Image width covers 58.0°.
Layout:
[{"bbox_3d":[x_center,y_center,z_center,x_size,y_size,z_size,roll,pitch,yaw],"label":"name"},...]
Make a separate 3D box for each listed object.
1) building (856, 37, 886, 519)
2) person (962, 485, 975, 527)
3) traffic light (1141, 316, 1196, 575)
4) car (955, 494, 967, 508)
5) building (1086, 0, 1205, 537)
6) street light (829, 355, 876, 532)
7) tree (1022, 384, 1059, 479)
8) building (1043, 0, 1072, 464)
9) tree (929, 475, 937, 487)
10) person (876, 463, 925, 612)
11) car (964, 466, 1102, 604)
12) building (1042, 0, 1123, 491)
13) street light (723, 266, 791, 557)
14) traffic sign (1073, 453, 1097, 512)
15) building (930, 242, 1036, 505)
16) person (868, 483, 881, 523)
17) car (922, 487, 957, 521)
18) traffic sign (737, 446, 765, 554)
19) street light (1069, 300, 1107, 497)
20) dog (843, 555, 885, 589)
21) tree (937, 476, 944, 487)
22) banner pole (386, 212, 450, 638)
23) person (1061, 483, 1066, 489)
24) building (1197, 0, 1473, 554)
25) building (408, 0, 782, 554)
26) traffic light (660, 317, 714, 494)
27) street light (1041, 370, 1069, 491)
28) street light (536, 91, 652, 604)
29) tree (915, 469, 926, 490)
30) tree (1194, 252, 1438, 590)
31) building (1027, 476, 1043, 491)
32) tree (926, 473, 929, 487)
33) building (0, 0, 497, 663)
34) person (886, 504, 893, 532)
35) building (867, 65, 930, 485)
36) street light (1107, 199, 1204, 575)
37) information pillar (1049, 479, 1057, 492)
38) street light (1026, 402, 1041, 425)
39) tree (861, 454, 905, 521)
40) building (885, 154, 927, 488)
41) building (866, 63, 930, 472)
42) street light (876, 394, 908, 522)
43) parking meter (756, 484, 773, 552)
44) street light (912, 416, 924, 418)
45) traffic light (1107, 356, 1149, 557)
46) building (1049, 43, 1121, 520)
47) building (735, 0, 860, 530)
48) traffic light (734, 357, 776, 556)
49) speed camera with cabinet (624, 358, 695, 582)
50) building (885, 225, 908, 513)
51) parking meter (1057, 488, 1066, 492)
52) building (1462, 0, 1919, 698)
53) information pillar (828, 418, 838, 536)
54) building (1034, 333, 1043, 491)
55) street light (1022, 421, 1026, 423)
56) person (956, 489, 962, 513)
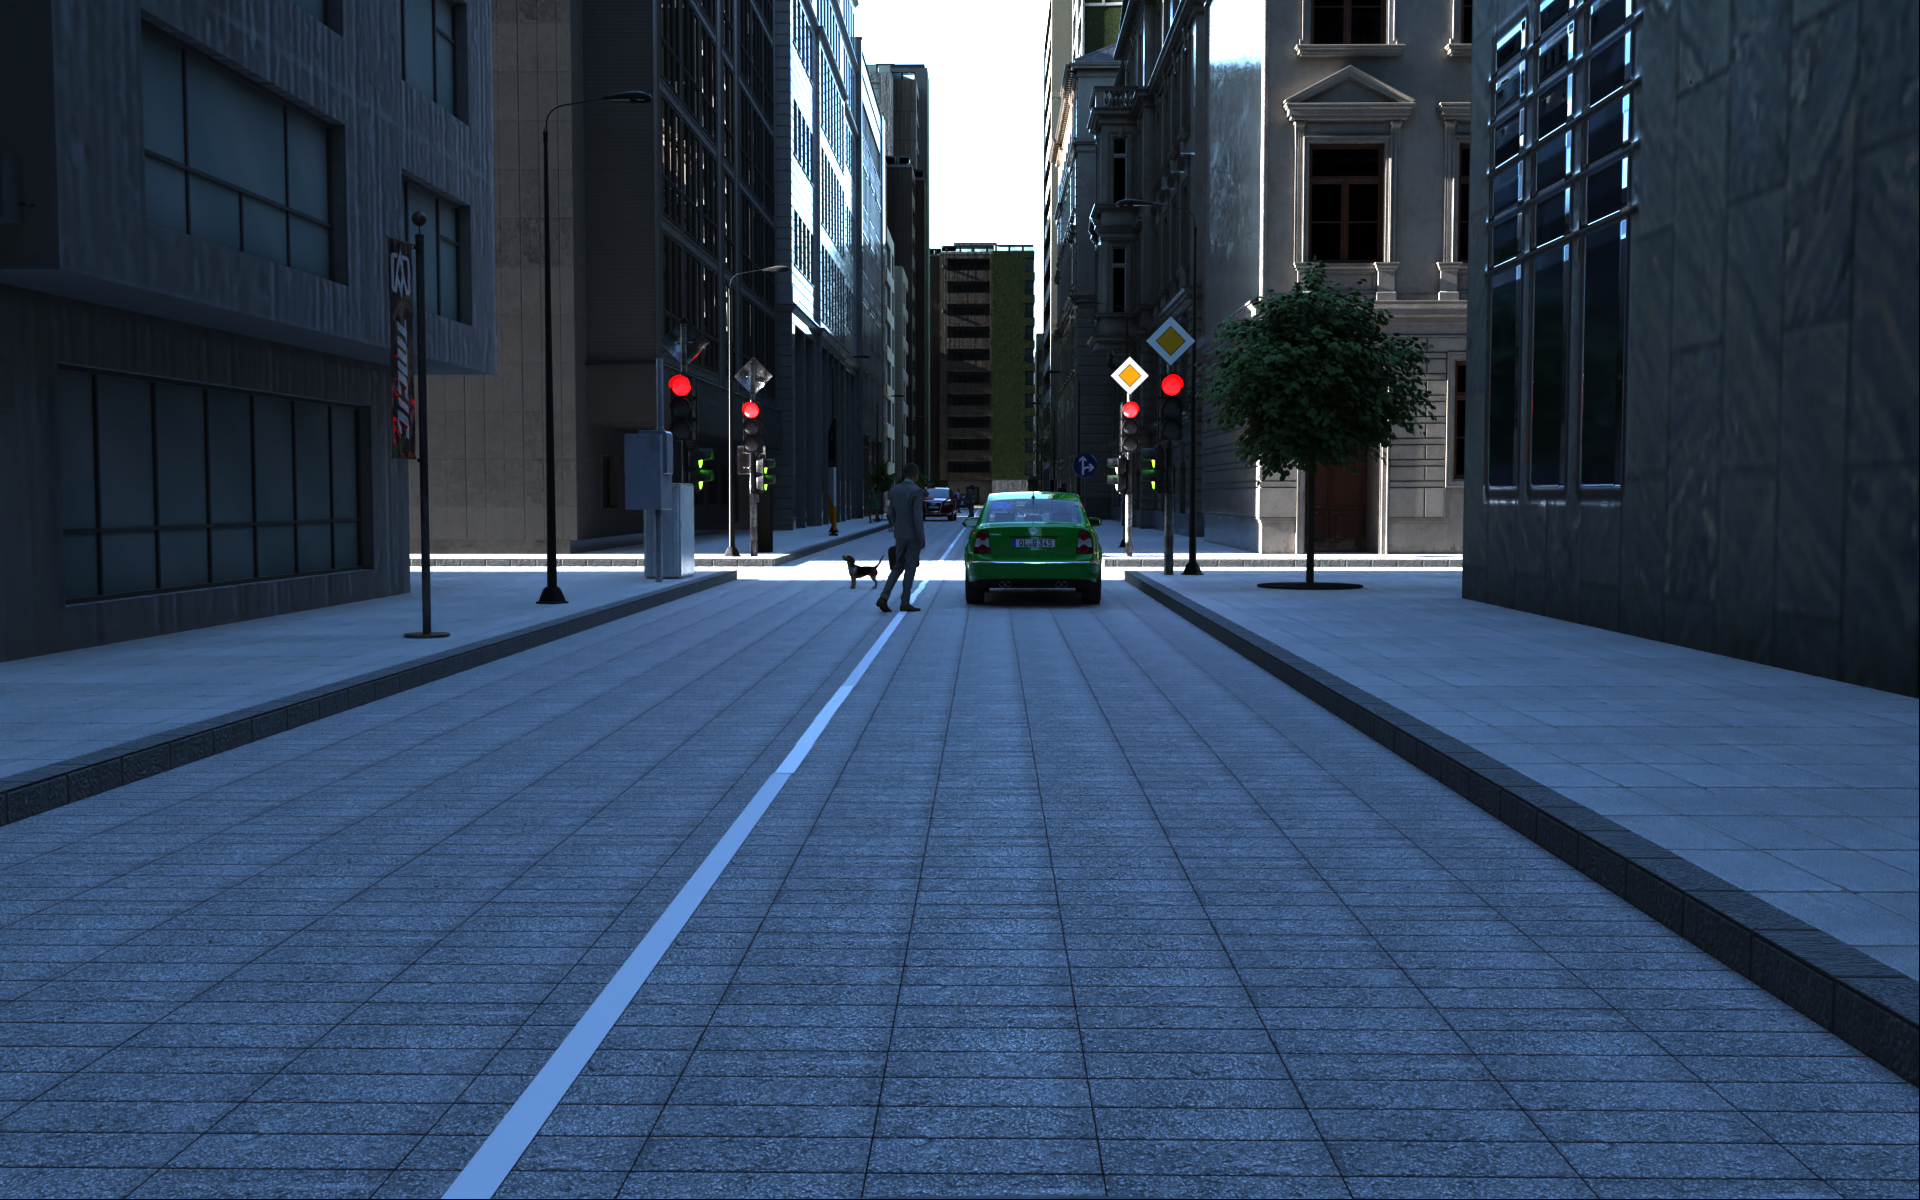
[{"bbox_3d":[-10.910,-17.247,100.016,12.078,24.808,19.932,0,4,1],"label":"building"},{"bbox_3d":[0.465,-4.031,74.511,0.850,1.850,0.679,-2,4,-24],"label":"person"},{"bbox_3d":[3.300,-2.355,27.432,0.839,4.253,0.868,0,4,1],"label":"traffic light"},{"bbox_3d":[0.185,-9.362,162.852,2.009,1.686,4.222,0,4,-1],"label":"car"},{"bbox_3d":[12.295,-15.217,67.883,14.460,24.649,34.723,0,4,1],"label":"building"},{"bbox_3d":[-3.691,-5.216,57.829,1.470,5.913,1.316,0,4,1],"label":"street light"},{"bbox_3d":[6.336,-10.081,115.189,4.360,8.622,3.978,0,3,0],"label":"tree"},{"bbox_3d":[18.188,-32.190,150.001,21.300,48.544,21.600,0,4,1],"label":"building"},{"bbox_3d":[-2.900,-8.453,132.806,1.663,3.219,1.824,0,3,0],"label":"tree"},{"bbox_3d":[-0.640,-0.765,21.123,0.709,1.813,0.853,3,5,40],"label":"person"},{"bbox_3d":[1.010,-0.929,23.981,1.959,1.807,4.718,0,4,2],"label":"car"},{"bbox_3d":[16.787,-42.196,128.162,20.563,71.187,20.611,0,4,1],"label":"building"},{"bbox_3d":[-4.144,-3.846,35.422,1.470,5.913,1.316,0,4,1],"label":"street light"},{"bbox_3d":[3.891,-3.294,53.955,0.768,2.556,0.104,0,4,8],"label":"traffic sign"},{"bbox_3d":[1.643,-26.300,201.700,14.107,30.474,14.160,0,4,1],"label":"building"},{"bbox_3d":[-3.840,-4.338,77.210,0.600,1.795,0.529,-3,5,-44],"label":"person"},{"bbox_3d":[-1.269,-5.184,93.424,2.281,1.827,5.304,0,4,3],"label":"car"},{"bbox_3d":[-4.419,-2.113,36.674,0.606,2.300,0.079,0,4,6],"label":"traffic sign"},{"bbox_3d":[3.453,-4.222,41.574,1.470,5.913,1.316,0,4,1],"label":"street light"},{"bbox_3d":[-1.465,-0.428,26.292,0.406,0.507,0.540,2,4,35],"label":"dog"},{"bbox_3d":[-2.414,-10.919,173.123,1.663,3.219,1.824,0,3,0],"label":"tree"},{"bbox_3d":[-4.822,-1.542,15.233,0.401,3.779,0.863,0,4,7],"label":"banner pole"},{"bbox_3d":[4.758,-4.555,80.868,0.721,1.781,0.623,-2,4,-28],"label":"person"},{"bbox_3d":[16.259,-12.534,41.080,21.152,22.565,11.583,0,4,1],"label":"building"},{"bbox_3d":[-13.438,-15.570,48.081,14.314,27.812,24.014,0,4,1],"label":"building"},{"bbox_3d":[-4.360,-2.363,27.549,0.839,4.253,0.868,0,4,1],"label":"traffic light"},{"bbox_3d":[3.917,-5.655,65.007,1.470,5.913,1.316,0,4,1],"label":"street light"},{"bbox_3d":[-4.247,-2.911,20.141,1.470,5.913,1.316,0,4,1],"label":"street light"},{"bbox_3d":[-3.465,-7.239,112.960,1.663,3.219,1.824,0,3,0],"label":"tree"},{"bbox_3d":[4.749,-2.451,23.795,4.285,4.588,4.351,0,3,0],"label":"tree"},{"bbox_3d":[22.961,-29.426,172.991,32.217,40.220,23.993,0,4,1],"label":"building"},{"bbox_3d":[-3.379,-7.536,117.817,1.663,3.219,1.824,0,3,0],"label":"tree"},{"bbox_3d":[-13.167,-20.463,18.168,14.086,41.232,14.154,0,4,1],"label":"building"},{"bbox_3d":[-2.651,-3.234,66.053,0.352,1.250,0.332,1,4,14],"label":"person"},{"bbox_3d":[-10.088,-29.228,161.474,14.154,41.232,14.086,0,4,1],"label":"building"},{"bbox_3d":[3.161,-3.357,27.421,1.470,5.913,1.316,0,4,1],"label":"street light"},{"bbox_3d":[4.587,-4.939,85.252,0.304,2.012,0.304,2,4,24],"label":"information pillar"},{"bbox_3d":[4.210,-7.026,87.417,1.470,5.913,1.316,0,4,1],"label":"street light"},{"bbox_3d":[-3.731,-5.478,84.162,1.663,3.219,1.824,0,3,0],"label":"tree"},{"bbox_3d":[-10.119,-22.999,147.731,14.160,30.474,14.107,0,4,1],"label":"building"},{"bbox_3d":[-10.431,-32.299,178.202,14.200,45.320,14.600,0,4,1],"label":"building"},{"bbox_3d":[-3.316,-6.623,80.823,1.470,5.913,1.316,0,4,1],"label":"street light"},{"bbox_3d":[-4.316,-1.821,38.183,0.372,1.533,0.369,0,3,0],"label":"parking meter"},{"bbox_3d":[-2.867,-7.993,103.230,1.470,5.913,1.316,0,4,1],"label":"street light"},{"bbox_3d":[3.439,-2.844,35.415,0.839,4.253,0.868,0,4,1],"label":"traffic light"},{"bbox_3d":[11.629,-18.387,97.890,12.463,27.353,25.104,0,4,1],"label":"building"},{"bbox_3d":[-11.008,-18.199,75.041,11.434,29.767,29.804,0,4,1],"label":"building"},{"bbox_3d":[-4.221,-2.851,35.533,0.839,4.253,0.868,0,4,1],"label":"traffic light"},{"bbox_3d":[-4.504,-1.936,25.992,0.660,3.252,2.038,0,4,4],"label":"speed camera with cabinet"},{"bbox_3d":[-18.261,-17.197,126.202,27.650,21.520,28.899,0,4,1],"label":"building"},{"bbox_3d":[4.230,-3.885,71.934,0.372,1.533,0.369,0,3,0],"label":"parking meter"},{"bbox_3d":[17.074,-42.224,3.042,22.319,86.520,31.000,0,4,1],"label":"building"},{"bbox_3d":[-3.939,-3.801,53.506,0.183,3.616,0.504,-2,4,-25],"label":"information pillar"},{"bbox_3d":[23.594,-22.243,208.710,28.899,21.520,27.650,0,4,1],"label":"building"},{"bbox_3d":[4.638,-8.411,110.067,1.470,5.913,1.316,0,4,1],"label":"street light"},{"bbox_3d":[-0.035,-7.525,131.396,0.599,1.838,0.709,2,4,26],"label":"person"}]
